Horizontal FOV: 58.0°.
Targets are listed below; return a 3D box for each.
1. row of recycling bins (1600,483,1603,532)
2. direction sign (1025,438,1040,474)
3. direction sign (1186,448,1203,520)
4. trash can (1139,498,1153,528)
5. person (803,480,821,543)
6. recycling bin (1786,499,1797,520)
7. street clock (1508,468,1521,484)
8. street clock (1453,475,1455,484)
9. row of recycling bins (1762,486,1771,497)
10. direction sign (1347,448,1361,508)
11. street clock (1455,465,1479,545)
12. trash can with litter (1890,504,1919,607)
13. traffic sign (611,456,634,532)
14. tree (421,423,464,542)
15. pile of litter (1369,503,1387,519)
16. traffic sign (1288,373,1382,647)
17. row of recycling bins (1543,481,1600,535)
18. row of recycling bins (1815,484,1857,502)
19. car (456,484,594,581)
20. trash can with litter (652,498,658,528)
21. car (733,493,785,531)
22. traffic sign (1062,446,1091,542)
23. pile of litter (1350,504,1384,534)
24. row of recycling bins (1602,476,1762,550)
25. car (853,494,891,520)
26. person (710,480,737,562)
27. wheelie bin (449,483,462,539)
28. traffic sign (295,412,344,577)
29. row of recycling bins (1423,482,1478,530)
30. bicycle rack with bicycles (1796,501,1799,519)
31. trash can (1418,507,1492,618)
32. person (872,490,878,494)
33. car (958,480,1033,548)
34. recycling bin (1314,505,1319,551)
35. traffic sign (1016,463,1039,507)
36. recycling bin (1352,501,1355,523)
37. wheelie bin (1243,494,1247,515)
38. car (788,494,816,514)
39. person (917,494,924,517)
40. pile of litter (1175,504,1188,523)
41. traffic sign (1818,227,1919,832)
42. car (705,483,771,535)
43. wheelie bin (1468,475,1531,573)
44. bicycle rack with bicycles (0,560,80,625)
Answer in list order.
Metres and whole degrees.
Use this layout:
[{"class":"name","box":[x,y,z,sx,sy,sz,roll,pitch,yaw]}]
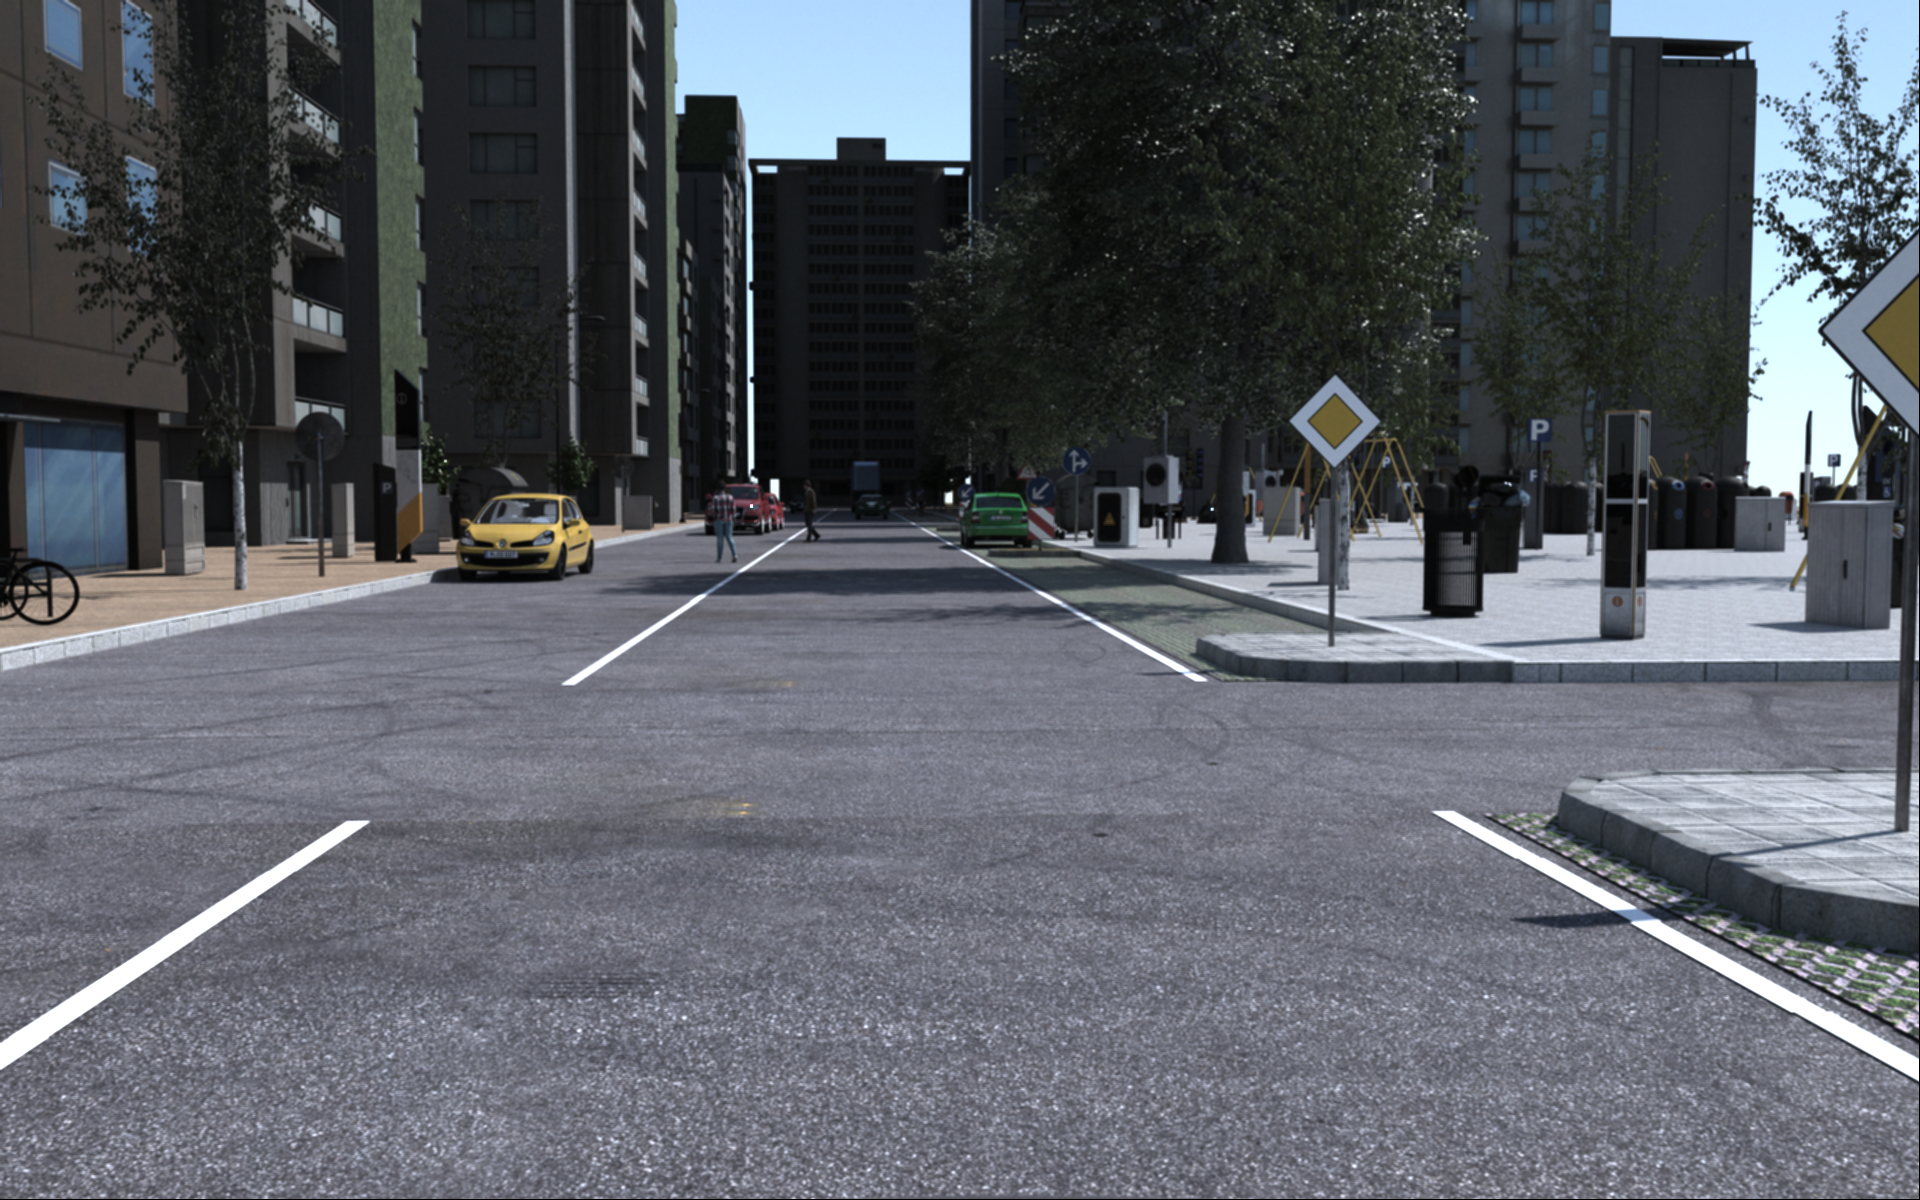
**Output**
[{"class":"row of recycling bins","box":[22.282,-3.113,58.004,1.069,1.692,3.534,-2,4,-24]},{"class":"direction sign","box":[2.885,-4.707,68.953,0.379,3.537,0.876,-3,5,-40]},{"class":"direction sign","box":[11.639,-5.751,86.027,0.876,3.537,0.379,1,4,19]},{"class":"trash can","box":[7.049,-3.320,65.930,0.748,1.137,0.748,0,3,0]},{"class":"person","box":[-4.452,-2.629,51.393,0.656,1.842,0.836,2,4,34]},{"class":"recycling bin","box":[40.545,-4.426,84.917,0.722,1.027,0.722,3,5,42]},{"class":"street clock","box":[15.216,-2.631,47.592,0.358,2.002,0.471,0,4,-1]},{"class":"street clock","box":[16.851,-3.290,58.357,0.471,2.002,0.358,0,4,4]},{"class":"row of recycling bins","box":[39.902,-4.980,88.532,1.069,1.692,3.534,-2,4,-25]},{"class":"direction sign","box":[13.775,-4.221,61.016,0.379,3.537,0.876,-2,4,-32]},{"class":"street clock","box":[12.829,-2.395,43.728,0.471,2.002,0.358,0,4,8]},{"class":"trash can with litter","box":[10.455,-0.520,19.897,0.624,1.170,1.055,-2,4,-29]},{"class":"traffic sign","box":[-11.291,-3.540,57.977,0.768,2.556,0.104,0,4,0]},{"class":"tree","box":[-14.258,-3.203,46.974,1.663,3.219,1.824,0,3,0]},{"class":"pile of litter","box":[21.023,-4.588,88.979,1.719,0.858,1.176,2,4,23]},{"class":"traffic sign","box":[3.122,-0.665,14.510,0.795,2.450,0.064,0,4,-3]},{"class":"row of recycling bins","box":[19.746,-3.027,56.610,1.069,1.692,3.534,0,4,4]},{"class":"row of recycling bins","box":[35.586,-3.791,69.095,3.534,1.692,1.069,-2,4,-24]},{"class":"car","box":[-7.463,-1.203,29.890,2.015,1.641,3.980,0,4,-2]},{"class":"trash can with litter","box":[-11.634,-3.244,64.432,0.624,1.170,1.055,0,4,3]},{"class":"car","box":[-8.015,-3.659,68.861,2.155,1.783,4.494,0,4,-2]},{"class":"traffic sign","box":[3.122,-2.834,46.442,0.768,2.556,0.104,0,4,5]},{"class":"pile of litter","box":[12.850,-2.611,56.659,1.719,0.858,1.176,0,4,2]},{"class":"row of recycling bins","box":[16.834,-2.035,40.384,3.534,1.692,1.069,-1,4,-21]},{"class":"car","box":[-5.016,-5.313,98.658,2.131,1.459,4.920,0,4,-2]},{"class":"person","box":[-4.976,-1.657,36.428,0.563,1.720,0.643,-2,4,-27]},{"class":"wheelie bin","box":[-14.046,-2.520,49.116,0.980,1.594,0.693,2,4,34]},{"class":"traffic sign","box":[-9.919,-1.635,26.838,0.768,2.556,0.104,0,4,2]},{"class":"row of recycling bins","box":[18.064,-3.349,61.866,3.534,1.692,1.069,-2,4,-28]},{"class":"bicycle rack with bicycles","box":[43.889,-4.594,88.488,2.925,0.926,2.852,-1,4,-16]},{"class":"trash can","box":[5.181,-0.399,18.180,0.748,1.137,0.748,0,3,0]},{"class":"person","box":[-5.902,-6.903,122.171,0.445,1.727,0.742,1,4,17]},{"class":"car","box":[0.952,-2.335,46.975,1.959,1.807,4.718,0,4,-3]},{"class":"recycling bin","box":[8.377,-1.623,39.088,0.722,1.027,0.722,1,4,8]},{"class":"traffic sign","box":[2.479,-3.876,63.384,0.884,2.594,0.081,0,4,2]},{"class":"recycling bin","box":[13.798,-3.057,62.530,0.722,1.027,0.722,0,4,-7]},{"class":"wheelie bin","box":[8.756,-2.883,55.038,0.693,1.594,0.980,1,4,11]},{"class":"car","box":[-11.551,-7.154,126.752,2.009,1.686,4.222,0,4,-5]},{"class":"person","box":[-2.438,-5.913,108.415,0.421,1.427,0.697,1,4,13]},{"class":"pile of litter","box":[9.763,-3.926,78.161,1.176,0.858,1.719,1,4,19]},{"class":"traffic sign","box":[3.587,-0.177,6.538,0.795,2.450,0.064,0,4,-3]},{"class":"car","box":[-7.941,-3.277,62.257,2.281,1.827,5.304,0,4,-2]},{"class":"wheelie bin","box":[8.851,-1.251,28.356,0.980,1.594,0.693,0,4,4]},{"class":"bicycle rack with bicycles","box":[-10.130,-0.221,16.993,2.925,0.926,2.852,0,4,-4]}]
